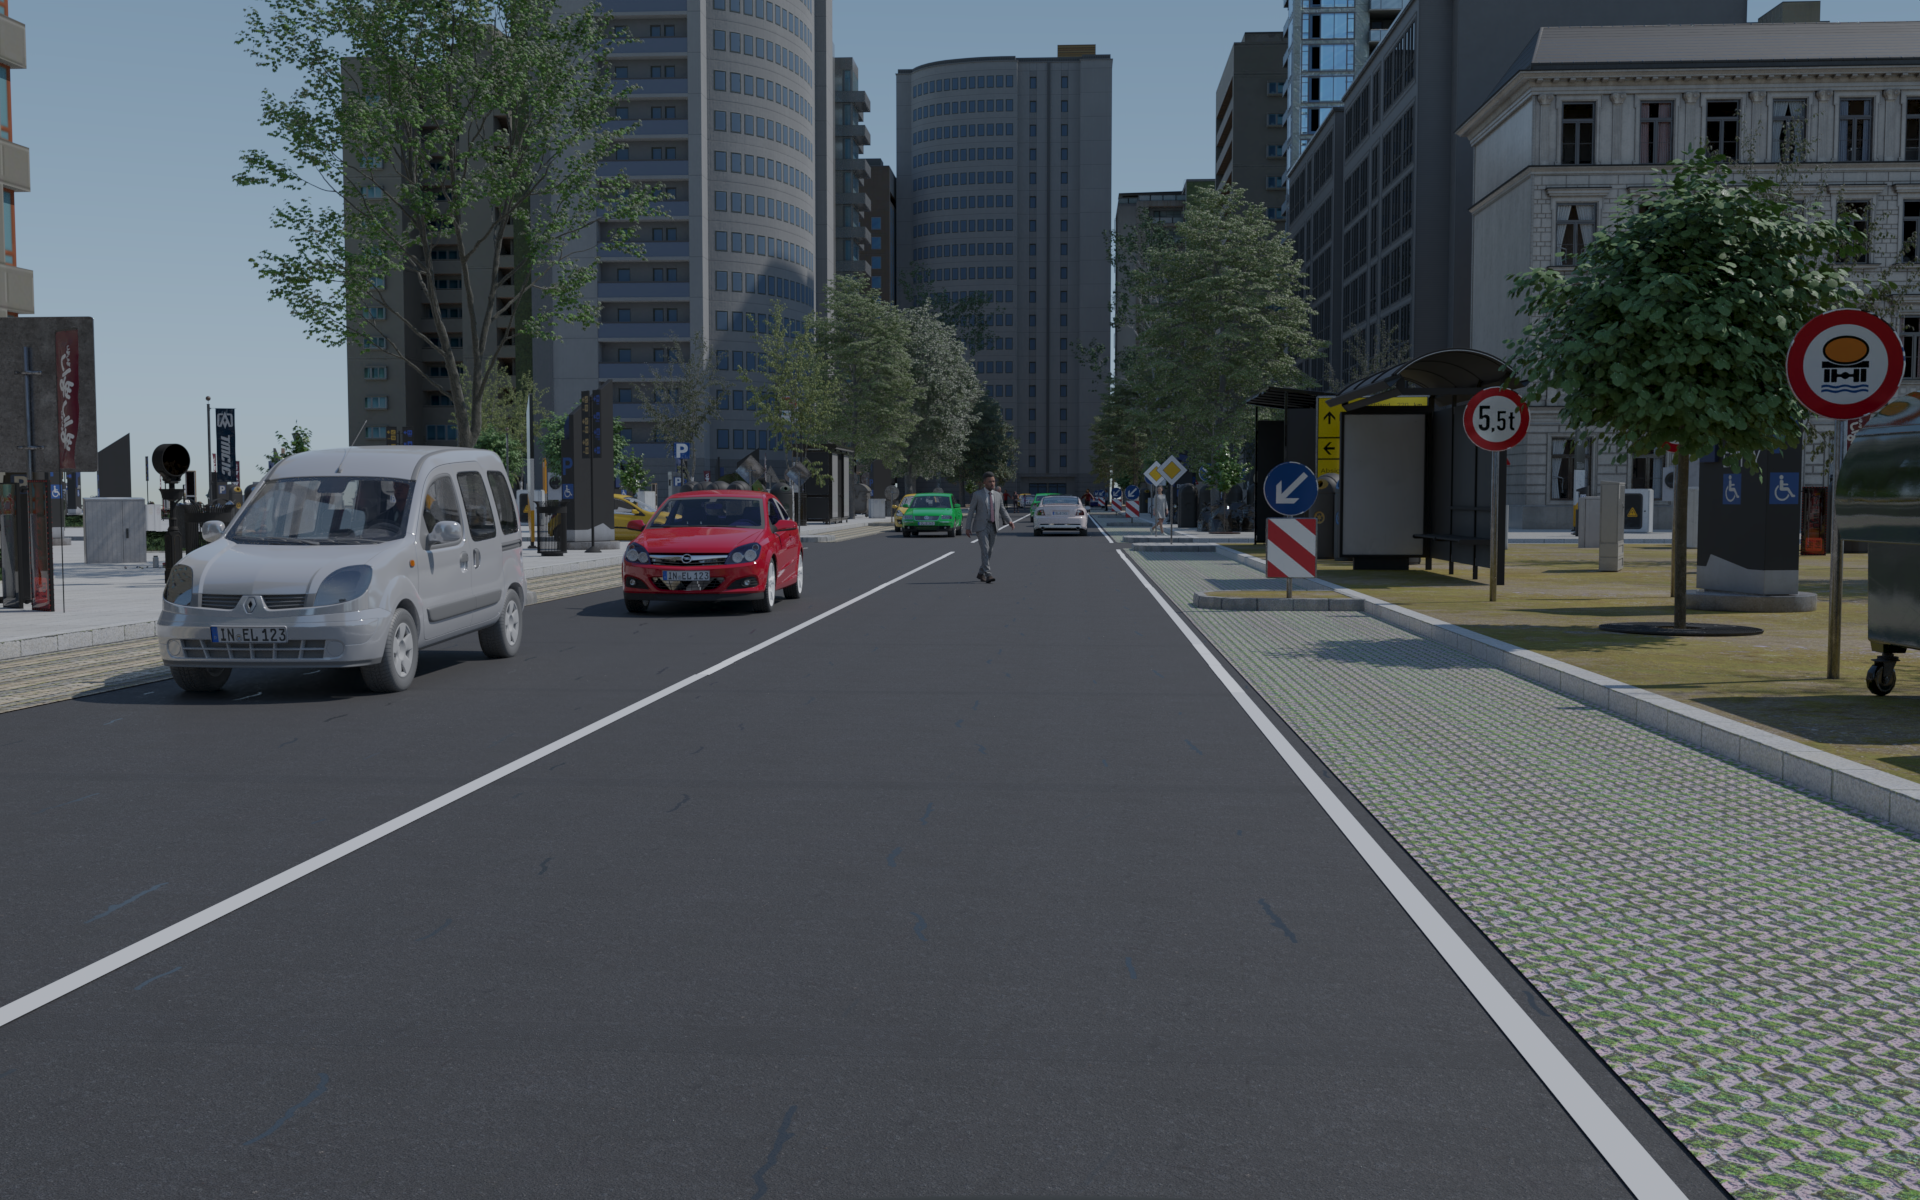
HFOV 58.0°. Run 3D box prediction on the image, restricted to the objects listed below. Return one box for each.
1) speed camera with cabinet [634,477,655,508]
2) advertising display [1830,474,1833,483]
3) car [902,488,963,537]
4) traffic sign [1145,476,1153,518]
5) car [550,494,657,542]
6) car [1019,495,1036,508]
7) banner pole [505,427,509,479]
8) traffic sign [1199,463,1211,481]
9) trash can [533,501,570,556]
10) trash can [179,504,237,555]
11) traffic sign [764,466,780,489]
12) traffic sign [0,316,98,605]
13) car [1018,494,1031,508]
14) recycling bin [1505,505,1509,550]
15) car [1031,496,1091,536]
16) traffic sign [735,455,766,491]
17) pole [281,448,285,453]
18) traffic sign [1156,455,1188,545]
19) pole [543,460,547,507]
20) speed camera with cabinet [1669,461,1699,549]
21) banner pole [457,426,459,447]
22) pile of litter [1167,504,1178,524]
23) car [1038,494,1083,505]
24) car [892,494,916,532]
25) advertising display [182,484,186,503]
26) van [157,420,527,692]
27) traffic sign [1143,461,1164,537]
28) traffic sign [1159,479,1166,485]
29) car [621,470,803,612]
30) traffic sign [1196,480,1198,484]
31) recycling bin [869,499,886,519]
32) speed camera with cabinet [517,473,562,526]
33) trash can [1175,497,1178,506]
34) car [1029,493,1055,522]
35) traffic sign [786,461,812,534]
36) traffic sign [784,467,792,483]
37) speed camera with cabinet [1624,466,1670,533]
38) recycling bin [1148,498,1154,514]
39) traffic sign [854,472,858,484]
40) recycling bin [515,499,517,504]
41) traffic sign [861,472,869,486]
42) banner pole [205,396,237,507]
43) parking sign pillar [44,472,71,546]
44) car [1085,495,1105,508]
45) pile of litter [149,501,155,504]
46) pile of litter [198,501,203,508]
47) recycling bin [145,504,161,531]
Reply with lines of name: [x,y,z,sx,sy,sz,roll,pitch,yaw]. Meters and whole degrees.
speed camera with cabinet: [-19.319,-6.745,104.612,0.660,3.252,2.038,2,4,32]
advertising display: [28.972,-3.170,57.045,0.974,1.923,0.123,-2,4,-30]
car: [-0.912,-3.057,58.771,1.959,1.807,4.718,0,4,5]
traffic sign: [10.265,-5.664,92.708,0.768,2.556,0.104,1,4,13]
car: [-9.394,-2.319,48.133,3.980,1.641,2.015,0,4,4]
car: [7.196,-10.237,179.731,2.083,1.381,4.827,0,4,4]
banner pole: [-16.957,-4.580,64.901,0.401,3.779,0.863,-1,4,-12]
traffic sign: [10.330,-4.406,72.146,0.768,2.556,0.104,0,4,7]
trash can: [-8.433,-1.476,35.784,0.748,1.137,0.748,0,3,0]
trash can: [-10.513,-0.770,24.240,0.748,1.137,0.748,0,3,0]
traffic sign: [-8.688,-4.857,79.417,0.884,2.594,0.081,1,4,13]
traffic sign: [-11.035,-1.596,19.967,2.265,3.308,0.079,0,4,5]
car: [6.995,-10.699,185.158,2.015,1.641,3.980,0,4,4]
recycling bin: [12.220,-1.688,40.157,0.722,1.027,0.722,-1,4,-11]
car: [3.522,-2.943,60.477,2.083,1.381,4.827,0,4,4]
traffic sign: [-5.398,-2.511,44.692,0.795,2.450,0.064,0,4,4]
pole: [-30.007,-5.077,76.853,0.158,3.312,0.155,0,3,0]
traffic sign: [5.373,-2.467,43.983,0.795,2.450,0.064,0,4,4]
pole: [-23.554,-6.386,98.251,0.158,3.312,0.155,0,3,0]
speed camera with cabinet: [17.556,-2.869,41.237,0.660,3.252,2.038,2,4,35]
banner pole: [-13.145,-3.410,45.775,0.401,3.779,0.863,-2,4,-35]
pile of litter: [9.488,-3.682,74.161,1.176,0.858,1.719,0,4,1]
car: [4.485,-4.135,77.390,2.009,1.686,4.222,0,4,2]
car: [-1.551,-3.457,66.741,2.015,1.641,3.980,0,4,4]
advertising display: [-51.693,-6.762,115.777,0.123,1.923,0.974,0,4,-2]
van: [-4.790,-0.419,13.865,2.013,2.044,4.112,0,4,2]
traffic sign: [5.884,-2.955,51.952,0.795,2.450,0.064,0,4,4]
traffic sign: [9.998,-5.166,86.598,0.606,2.300,0.079,1,4,13]
car: [-3.115,-0.813,22.328,2.155,1.783,4.494,0,4,2]
traffic sign: [12.715,-5.843,95.540,0.884,2.594,0.081,1,4,9]
recycling bin: [-4.365,-4.807,91.149,0.722,1.027,0.722,-2,4,-24]
speed camera with cabinet: [-16.856,-4.623,69.926,2.038,3.252,0.660,1,4,13]
trash can: [11.335,-4.706,88.594,0.748,1.137,0.748,0,3,0]
car: [4.524,-4.894,88.810,1.959,1.807,4.718,0,4,4]
traffic sign: [-4.887,-2.998,52.661,0.795,2.450,0.064,0,4,4]
traffic sign: [-7.803,-4.922,80.588,0.768,2.556,0.104,0,4,4]
speed camera with cabinet: [22.764,-3.826,56.884,2.038,3.252,0.660,2,4,35]
recycling bin: [12.837,-6.207,114.039,0.722,1.027,0.722,2,4,29]
traffic sign: [-6.170,-5.998,98.171,0.768,2.556,0.104,1,4,12]
recycling bin: [-21.918,-4.464,85.547,0.722,1.027,0.722,-1,4,-14]
traffic sign: [-5.396,-6.166,100.927,0.768,2.556,0.104,0,4,8]
banner pole: [-18.954,-3.323,44.345,0.863,3.779,0.401,-1,4,-16]
parking sign pillar: [-23.012,-3.345,43.156,1.447,3.967,1.447,1,4,23]
car: [12.838,-9.256,163.909,1.945,1.354,3.894,0,4,2]
pile of litter: [-52.284,-5.969,111.564,1.719,0.858,1.176,-3,5,-42]
pile of litter: [-46.792,-5.634,106.082,1.719,0.858,1.176,2,4,28]
recycling bin: [-20.086,-1.828,42.444,0.722,1.027,0.722,0,4,2]
